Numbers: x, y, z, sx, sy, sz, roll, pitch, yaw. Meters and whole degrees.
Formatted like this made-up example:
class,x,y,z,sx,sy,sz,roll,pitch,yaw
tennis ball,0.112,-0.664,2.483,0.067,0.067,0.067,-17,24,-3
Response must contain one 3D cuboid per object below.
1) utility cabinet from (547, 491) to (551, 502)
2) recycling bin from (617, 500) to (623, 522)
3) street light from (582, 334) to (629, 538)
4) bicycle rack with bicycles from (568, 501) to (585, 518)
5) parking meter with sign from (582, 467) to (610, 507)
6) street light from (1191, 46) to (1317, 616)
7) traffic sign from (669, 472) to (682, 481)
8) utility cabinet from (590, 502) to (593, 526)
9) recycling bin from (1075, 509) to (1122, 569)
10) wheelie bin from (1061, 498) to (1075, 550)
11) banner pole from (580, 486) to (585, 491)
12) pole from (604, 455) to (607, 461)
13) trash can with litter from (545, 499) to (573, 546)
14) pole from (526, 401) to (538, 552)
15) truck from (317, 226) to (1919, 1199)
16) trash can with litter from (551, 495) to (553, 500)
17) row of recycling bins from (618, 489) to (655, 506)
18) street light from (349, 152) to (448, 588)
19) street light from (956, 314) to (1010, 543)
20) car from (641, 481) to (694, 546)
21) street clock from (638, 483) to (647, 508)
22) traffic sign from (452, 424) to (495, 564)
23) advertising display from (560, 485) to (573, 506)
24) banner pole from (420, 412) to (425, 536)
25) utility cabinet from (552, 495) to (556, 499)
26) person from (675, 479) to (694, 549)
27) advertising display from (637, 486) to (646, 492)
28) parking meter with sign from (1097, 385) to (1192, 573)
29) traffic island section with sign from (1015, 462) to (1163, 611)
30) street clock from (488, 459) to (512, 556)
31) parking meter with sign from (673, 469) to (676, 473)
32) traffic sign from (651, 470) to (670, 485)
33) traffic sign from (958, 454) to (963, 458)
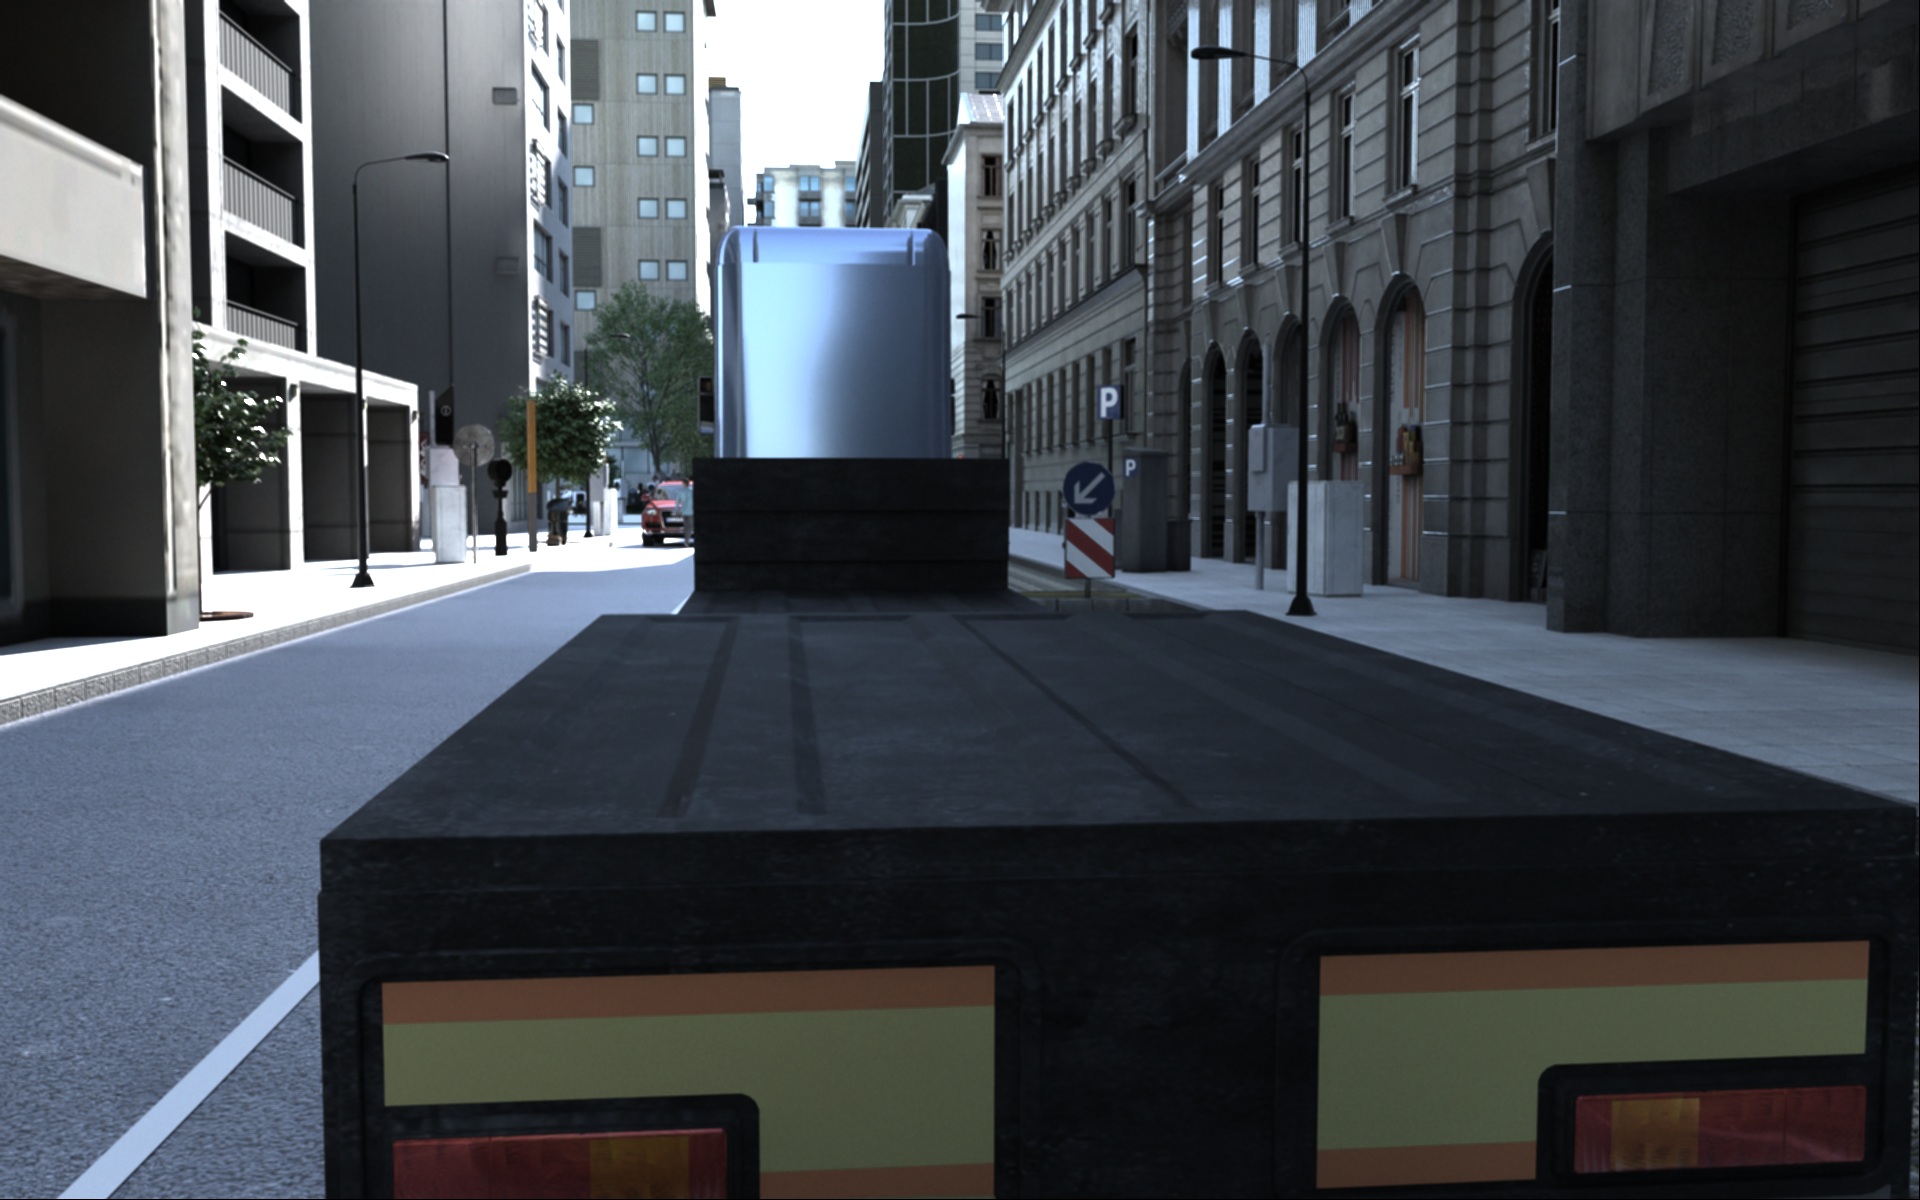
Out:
class,x,y,z,sx,sy,sz,roll,pitch,yaw
utility cabinet,-30.616,-7.251,127.233,1.173,1.500,0.318,1,4,10
recycling bin,-15.815,-4.063,78.977,0.722,1.027,0.722,-2,4,-31
street light,-10.287,-4.757,50.322,1.470,5.913,1.316,0,4,-5
bicycle rack with bicycles,-22.157,-5.003,95.176,2.852,0.926,2.925,-2,4,-32
parking meter with sign,-23.718,-7.127,112.782,1.738,3.016,0.543,0,4,3
street light,3.087,-2.791,18.173,1.470,5.913,1.316,0,4,-5
traffic sign,-12.985,-4.590,78.695,0.795,2.450,0.064,0,4,-5
utility cabinet,-14.696,-3.587,69.813,0.306,1.237,1.020,-2,4,-25
recycling bin,2.439,-1.057,29.843,0.722,1.027,0.722,2,4,28
wheelie bin,2.671,-1.915,39.217,0.693,1.594,0.980,-1,4,-9
banner pole,-30.463,-9.179,140.090,0.401,3.779,0.863,2,4,28
pole,-18.707,-5.967,91.407,0.158,3.312,0.155,0,3,0
trash can with litter,-9.927,-1.924,42.838,0.624,1.170,1.055,0,4,-6
pole,-9.400,-2.703,38.040,0.158,3.312,0.155,0,3,0
truck,-0.674,-1.347,11.787,2.967,4.110,18.799,0,4,-6
trash can with litter,-30.662,-7.212,128.972,2.233,1.210,1.678,-1,4,-23
row of recycling bins,-24.289,-7.559,130.695,3.534,1.692,1.069,-1,4,-18
street light,-7.662,-3.127,23.668,1.470,5.913,1.316,0,4,-5
street light,0.596,-4.422,44.840,1.470,5.913,1.316,0,4,-5
car,-7.821,-2.474,49.116,2.281,1.827,5.304,0,4,-5
street clock,-21.208,-6.756,115.038,0.358,2.002,0.471,0,4,1
traffic sign,-8.849,-1.922,31.529,0.768,2.556,0.104,0,4,-1
advertising display,-28.197,-7.275,124.165,0.974,1.923,0.123,1,4,14
banner pole,-16.534,-3.829,52.622,0.863,3.779,0.401,-2,4,-35
utility cabinet,-29.018,-7.002,125.643,1.020,1.237,0.306,0,4,7
person,-7.238,-2.286,45.739,0.638,1.841,0.748,1,4,18
advertising display,-26.000,-8.319,141.226,0.974,1.923,0.123,3,5,42
parking meter with sign,3.056,-1.963,28.348,1.738,3.016,0.543,-3,4,-39
traffic island section with sign,1.399,-0.812,21.912,1.989,1.847,2.006,0,4,-5
street clock,-9.505,-1.912,35.831,0.358,2.002,0.471,2,4,33
parking meter with sign,-19.099,-7.625,120.925,1.738,3.016,0.543,0,4,-1
traffic sign,-12.233,-4.104,70.746,0.795,2.450,0.064,0,4,-5
traffic sign,0.013,-3.427,56.029,0.884,2.594,0.081,0,4,-2
